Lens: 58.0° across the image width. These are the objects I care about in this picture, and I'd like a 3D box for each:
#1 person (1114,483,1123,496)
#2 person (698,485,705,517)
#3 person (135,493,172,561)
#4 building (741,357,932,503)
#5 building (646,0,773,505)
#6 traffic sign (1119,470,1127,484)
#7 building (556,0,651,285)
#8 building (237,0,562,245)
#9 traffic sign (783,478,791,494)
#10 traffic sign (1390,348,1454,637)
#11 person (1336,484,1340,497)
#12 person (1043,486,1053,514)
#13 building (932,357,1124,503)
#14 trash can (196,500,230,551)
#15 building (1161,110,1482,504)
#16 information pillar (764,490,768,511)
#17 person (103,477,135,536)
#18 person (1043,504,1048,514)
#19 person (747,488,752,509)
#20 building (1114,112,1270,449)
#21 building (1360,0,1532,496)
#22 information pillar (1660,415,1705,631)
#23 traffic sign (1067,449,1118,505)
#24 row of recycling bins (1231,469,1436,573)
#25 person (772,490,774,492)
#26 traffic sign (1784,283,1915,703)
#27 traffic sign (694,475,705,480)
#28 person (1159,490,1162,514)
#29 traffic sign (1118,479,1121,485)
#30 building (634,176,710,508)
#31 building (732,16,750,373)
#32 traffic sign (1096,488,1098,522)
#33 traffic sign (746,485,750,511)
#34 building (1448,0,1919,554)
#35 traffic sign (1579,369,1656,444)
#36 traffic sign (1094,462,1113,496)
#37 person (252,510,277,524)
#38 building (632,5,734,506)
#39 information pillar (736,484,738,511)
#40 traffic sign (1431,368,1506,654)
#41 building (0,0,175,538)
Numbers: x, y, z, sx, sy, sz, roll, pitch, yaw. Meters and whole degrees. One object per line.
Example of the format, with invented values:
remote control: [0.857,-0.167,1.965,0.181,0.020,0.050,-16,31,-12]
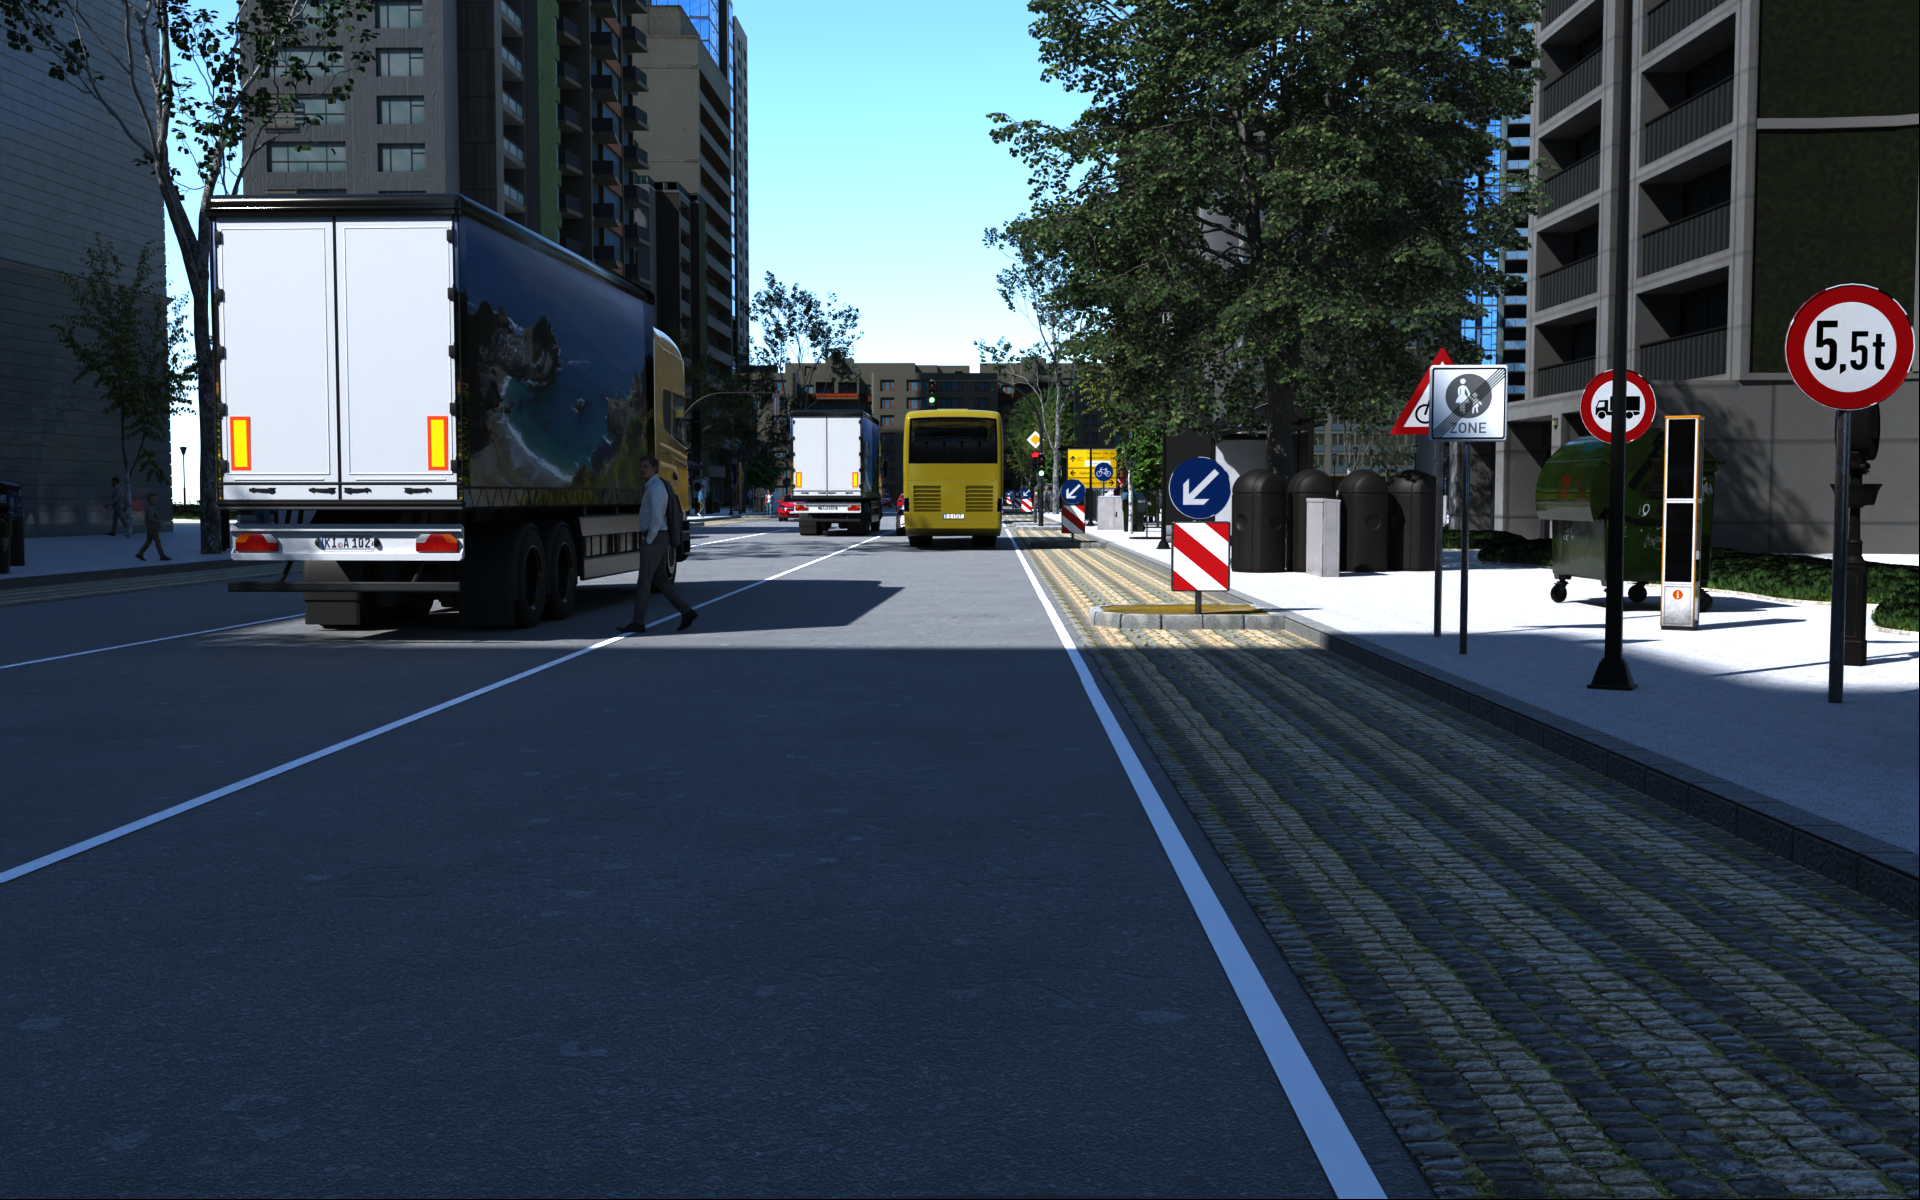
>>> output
person: [7.892,-4.880,85.804,0.580,1.828,0.573,0,4,5]
person: [-14.314,-5.469,95.800,0.444,1.785,0.601,-1,4,-13]
person: [-15.514,-1.403,33.255,0.640,1.303,0.475,-3,5,-41]
building: [-17.826,-25.425,260.737,28.899,21.520,27.650,0,4,1]
building: [-39.303,-54.594,205.287,31.000,86.520,22.319,0,4,1]
traffic sign: [8.738,-5.581,91.352,0.768,2.556,0.104,0,4,1]
building: [-35.527,-29.020,129.103,22.147,44.769,28.867,0,4,1]
building: [-31.635,-25.451,99.724,14.154,41.232,14.086,0,4,1]
traffic sign: [-13.361,-8.187,133.968,0.768,2.556,0.104,1,4,10]
traffic sign: [4.288,-0.947,15.485,0.884,2.594,0.081,1,4,10]
person: [18.780,-4.838,85.320,0.511,1.800,0.466,0,4,-7]
person: [5.713,-6.479,112.165,0.709,1.800,0.728,1,4,10]
building: [11.081,-25.441,260.997,28.899,21.520,27.650,0,4,1]
trash can: [-16.697,-1.661,38.816,0.748,1.137,0.748,0,3,0]
building: [33.441,-29.587,175.626,32.217,40.220,23.993,0,4,1]
information pillar: [-14.634,-8.473,129.888,0.504,3.616,0.183,0,4,6]
person: [-25.656,-2.844,52.819,0.850,1.792,0.678,-1,4,-17]
person: [5.635,-6.326,113.749,0.475,1.303,0.640,2,4,31]
person: [-17.840,-8.646,147.245,0.795,1.843,0.661,2,4,35]
building: [29.488,-33.475,201.934,22.147,44.769,28.867,0,4,1]
building: [61.461,-54.494,203.643,31.000,86.520,22.319,0,4,1]
information pillar: [6.819,-0.725,16.354,0.304,2.012,0.304,2,4,32]
traffic sign: [5.920,-5.121,77.604,2.265,3.308,0.079,0,4,5]
row of recycling bins: [6.266,-1.324,28.764,3.534,1.692,1.069,-1,4,-11]
person: [-20.139,-10.968,186.311,0.436,1.711,0.756,-3,5,-45]
traffic sign: [5.387,-0.641,10.580,0.768,2.556,0.104,0,4,4]
traffic sign: [-17.027,-6.918,113.220,0.768,2.556,0.104,1,4,9]
person: [13.178,-6.569,113.632,0.466,1.800,0.511,1,4,15]
traffic sign: [9.126,-5.955,97.475,0.768,2.556,0.104,0,4,7]
building: [-31.312,-23.725,159.608,14.160,30.474,14.107,0,4,1]
building: [-42.891,-50.053,256.611,20.611,71.187,20.563,0,4,1]
traffic sign: [6.303,-4.870,79.733,0.768,2.556,0.104,0,4,2]
traffic sign: [-15.578,-7.842,128.326,0.768,2.556,0.104,1,4,9]
building: [24.758,-36.780,39.600,20.563,71.187,20.611,0,4,1]
traffic sign: [6.681,-1.075,17.681,0.768,2.556,0.104,0,4,2]
traffic sign: [5.793,-4.268,69.888,0.768,2.556,0.104,1,4,8]
person: [-17.367,-2.227,43.123,0.731,1.740,0.598,0,4,3]
building: [-35.475,-33.846,177.079,21.300,48.544,21.600,0,4,1]
information pillar: [-16.412,-7.576,128.366,0.304,2.012,0.304,-1,4,-13]
traffic sign: [4.033,-0.715,13.815,0.606,2.300,0.079,0,4,4]
building: [-41.727,-16.864,53.224,29.804,29.767,11.434,0,4,1]
